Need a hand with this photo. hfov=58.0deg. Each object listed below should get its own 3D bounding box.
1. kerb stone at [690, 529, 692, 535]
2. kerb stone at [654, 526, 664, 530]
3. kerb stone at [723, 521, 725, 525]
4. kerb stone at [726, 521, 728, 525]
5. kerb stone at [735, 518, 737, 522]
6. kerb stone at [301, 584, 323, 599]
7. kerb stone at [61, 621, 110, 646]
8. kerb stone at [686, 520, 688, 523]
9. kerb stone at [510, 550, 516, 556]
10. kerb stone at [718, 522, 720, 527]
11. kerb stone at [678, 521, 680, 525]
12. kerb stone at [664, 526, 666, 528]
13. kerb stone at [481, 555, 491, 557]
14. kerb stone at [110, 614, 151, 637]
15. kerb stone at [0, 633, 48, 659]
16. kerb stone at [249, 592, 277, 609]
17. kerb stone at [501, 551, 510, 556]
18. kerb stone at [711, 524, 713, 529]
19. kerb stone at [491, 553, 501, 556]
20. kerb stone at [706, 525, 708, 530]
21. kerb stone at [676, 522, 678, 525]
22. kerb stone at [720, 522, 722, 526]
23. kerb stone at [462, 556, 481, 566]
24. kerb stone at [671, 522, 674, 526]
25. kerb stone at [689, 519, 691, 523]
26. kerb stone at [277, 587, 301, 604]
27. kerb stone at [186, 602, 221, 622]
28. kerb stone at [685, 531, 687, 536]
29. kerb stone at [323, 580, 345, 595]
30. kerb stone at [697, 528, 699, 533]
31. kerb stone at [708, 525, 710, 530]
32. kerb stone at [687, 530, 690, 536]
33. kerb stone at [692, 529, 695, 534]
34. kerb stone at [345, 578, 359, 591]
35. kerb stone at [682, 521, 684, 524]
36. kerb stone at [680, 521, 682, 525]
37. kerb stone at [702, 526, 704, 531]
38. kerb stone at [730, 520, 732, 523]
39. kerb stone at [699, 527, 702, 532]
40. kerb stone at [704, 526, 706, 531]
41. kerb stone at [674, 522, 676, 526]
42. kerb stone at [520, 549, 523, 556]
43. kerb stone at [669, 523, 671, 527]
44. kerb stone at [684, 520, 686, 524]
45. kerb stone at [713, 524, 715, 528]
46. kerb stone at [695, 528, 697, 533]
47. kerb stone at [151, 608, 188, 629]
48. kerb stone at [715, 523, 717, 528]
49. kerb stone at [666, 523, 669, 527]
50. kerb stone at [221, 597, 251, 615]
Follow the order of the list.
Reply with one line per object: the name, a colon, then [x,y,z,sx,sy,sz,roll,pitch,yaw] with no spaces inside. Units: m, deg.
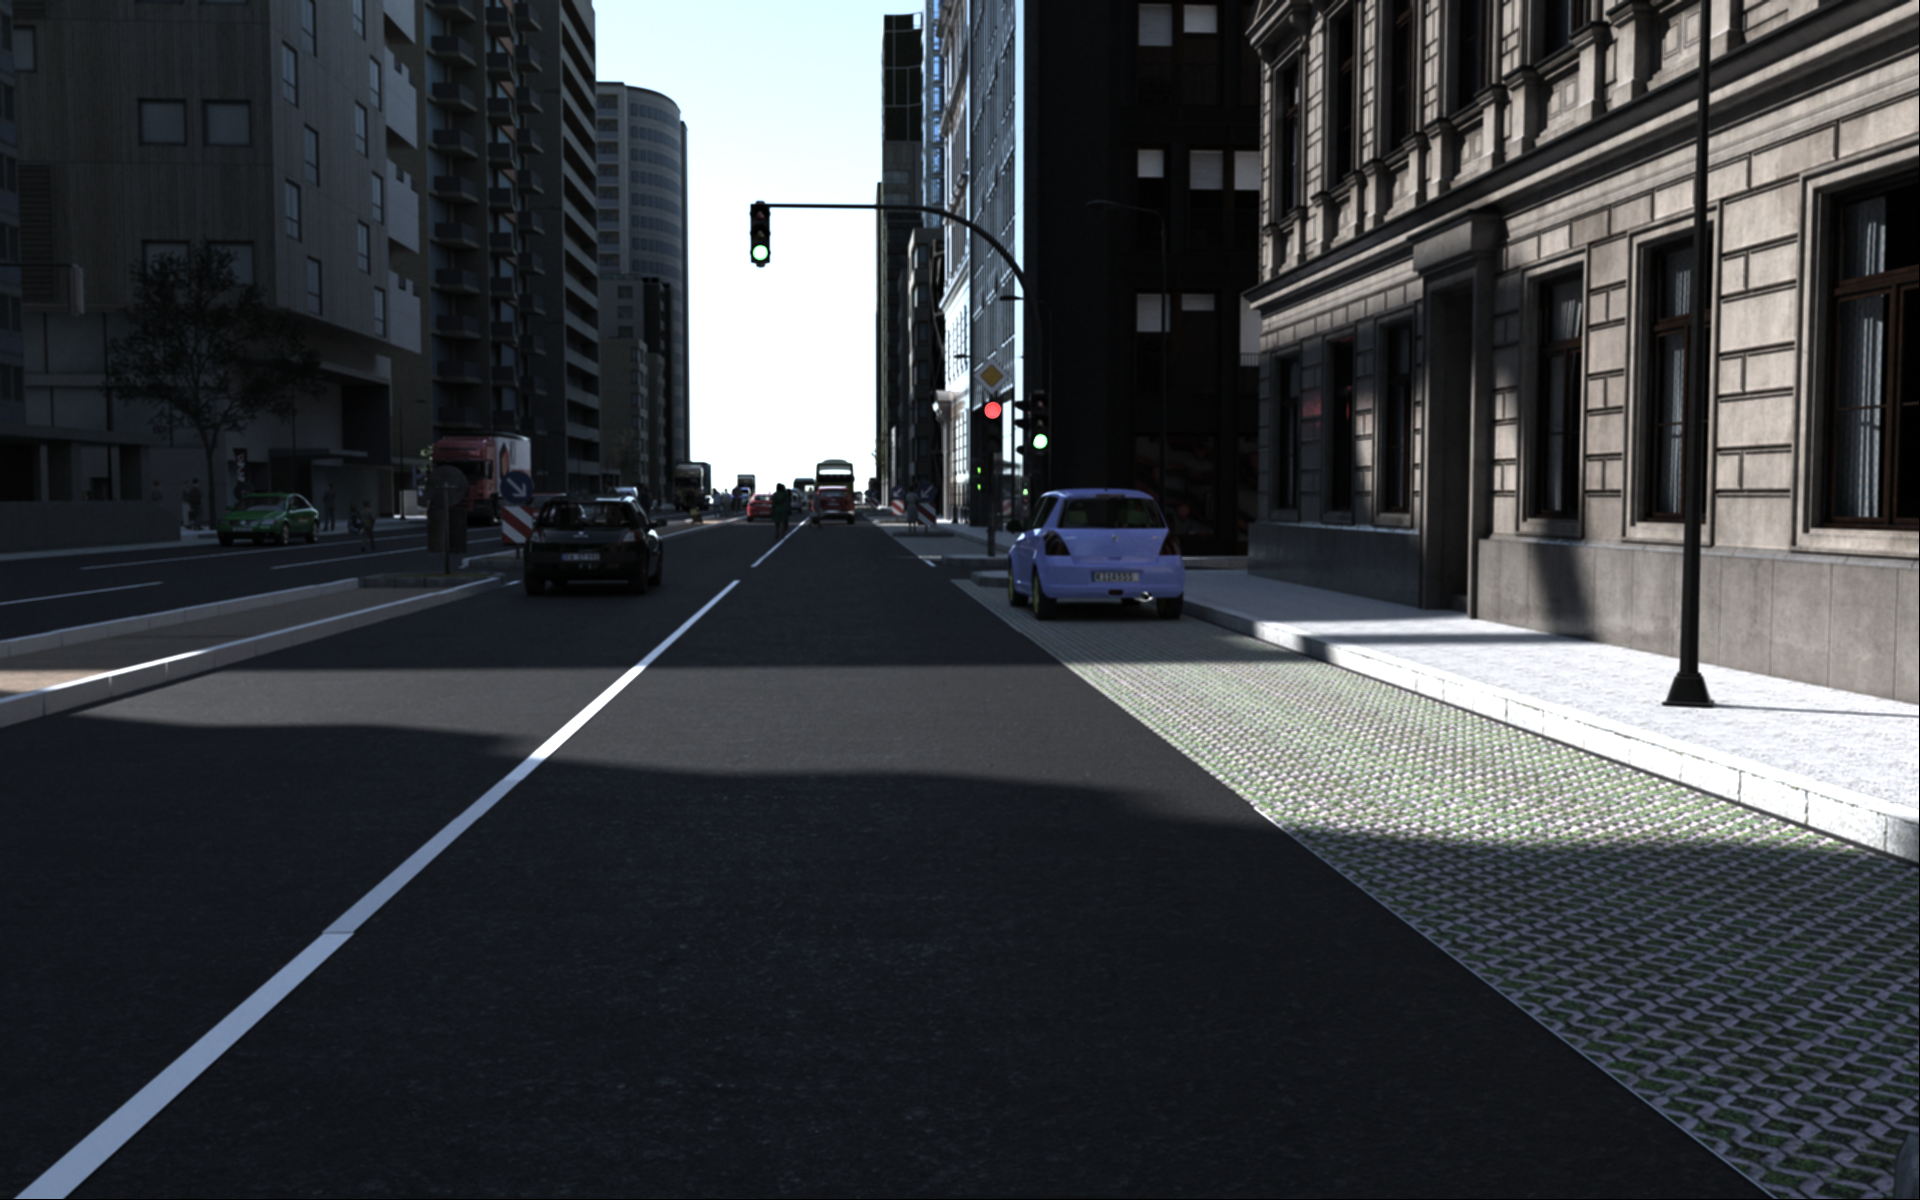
kerb stone: [-9.514,-2.332,60.320,0.120,0.150,1.000,0,4,-4]
kerb stone: [-12.413,-3.000,71.395,0.120,0.150,1.000,0,4,-4]
kerb stone: [-10.766,-3.395,77.710,0.120,0.150,1.000,0,4,-4]
kerb stone: [-10.911,-3.521,79.757,0.120,0.150,1.000,0,4,-4]
kerb stone: [-11.426,-3.956,86.900,0.120,0.150,1.000,0,4,-4]
kerb stone: [-9.000,-0.099,23.819,0.120,0.150,1.000,0,4,-4]
kerb stone: [-8.476,0.338,16.671,0.120,0.150,1.000,0,4,-4]
kerb stone: [-13.221,-3.695,82.630,0.120,0.150,1.000,0,4,-4]
kerb stone: [-10.058,-1.007,38.666,0.120,0.150,1.000,0,4,-4]
kerb stone: [-10.538,-3.203,74.640,0.120,0.150,1.000,0,4,-4]
kerb stone: [-12.927,-3.446,78.545,0.120,0.150,1.000,0,4,-4]
kerb stone: [-12.489,-3.071,72.414,0.120,0.150,1.000,0,4,-4]
kerb stone: [-9.844,-0.820,35.600,0.120,0.150,1.000,0,4,-4]
kerb stone: [-8.551,0.275,17.695,0.120,0.150,1.000,0,4,-4]
kerb stone: [-8.410,0.408,15.651,0.120,0.150,1.000,0,4,-4]
kerb stone: [-8.849,0.025,21.780,0.120,0.150,1.000,0,4,-4]
kerb stone: [-9.991,-0.945,37.641,0.120,0.150,1.000,0,4,-4]
kerb stone: [-10.250,-2.955,70.545,0.120,0.150,1.000,0,4,-4]
kerb stone: [-9.911,-0.879,36.620,0.120,0.150,1.000,0,4,-4]
kerb stone: [-10.024,-2.769,67.486,0.120,0.150,1.000,0,4,-4]
kerb stone: [-12.854,-3.384,77.526,0.120,0.150,1.000,0,4,-4]
kerb stone: [-10.609,-3.270,75.659,0.120,0.150,1.000,0,4,-4]
kerb stone: [-9.771,-0.758,34.581,0.120,0.150,1.000,0,4,-4]
kerb stone: [-12.703,-3.257,75.484,0.120,0.150,1.000,0,4,-4]
kerb stone: [-13.365,-3.819,84.671,0.120,0.150,1.000,0,4,-4]
kerb stone: [-8.920,-0.037,22.800,0.120,0.150,1.000,0,4,-4]
kerb stone: [-8.697,0.150,19.741,0.120,0.150,1.000,0,4,-4]
kerb stone: [-9.367,-2.206,58.266,0.120,0.150,1.000,0,4,-4]
kerb stone: [-9.062,-0.154,24.840,0.120,0.150,1.000,0,4,-4]
kerb stone: [-9.741,-2.520,63.392,0.120,0.150,1.000,0,4,-4]
kerb stone: [-10.103,-2.832,68.504,0.120,0.150,1.000,0,4,-4]
kerb stone: [-9.436,-2.268,59.285,0.120,0.150,1.000,0,4,-4]
kerb stone: [-9.583,-2.395,61.347,0.120,0.150,1.000,0,4,-4]
kerb stone: [-9.137,-0.224,25.861,0.120,0.150,1.000,0,4,-4]
kerb stone: [-13.074,-3.572,80.591,0.120,0.150,1.000,0,4,-4]
kerb stone: [-13.004,-3.504,79.564,0.120,0.150,1.000,0,4,-4]
kerb stone: [-9.883,-2.642,65.446,0.120,0.150,1.000,0,4,-4]
kerb stone: [-11.131,-3.704,82.819,0.120,0.150,1.000,0,4,-4]
kerb stone: [-9.808,-2.583,64.421,0.120,0.150,1.000,0,4,-4]
kerb stone: [-9.958,-2.705,66.466,0.120,0.150,1.000,0,4,-4]
kerb stone: [-12.781,-3.319,76.506,0.120,0.150,1.000,0,4,-4]
kerb stone: [-10.139,-1.066,39.685,0.120,0.150,1.000,0,4,-4]
kerb stone: [-12.638,-3.197,74.464,0.120,0.150,1.000,0,4,-4]
kerb stone: [-13.149,-3.631,81.611,0.120,0.150,1.000,0,4,-4]
kerb stone: [-10.321,-3.020,71.565,0.120,0.150,1.000,0,4,-4]
kerb stone: [-9.648,-2.457,62.374,0.120,0.150,1.000,0,4,-4]
kerb stone: [-8.624,0.216,18.722,0.120,0.150,1.000,0,4,-4]
kerb stone: [-10.404,-3.082,72.592,0.120,0.150,1.000,0,4,-4]
kerb stone: [-12.561,-3.134,73.434,0.120,0.150,1.000,0,4,-4]
kerb stone: [-8.767,0.088,20.761,0.120,0.150,1.000,0,4,-4]
